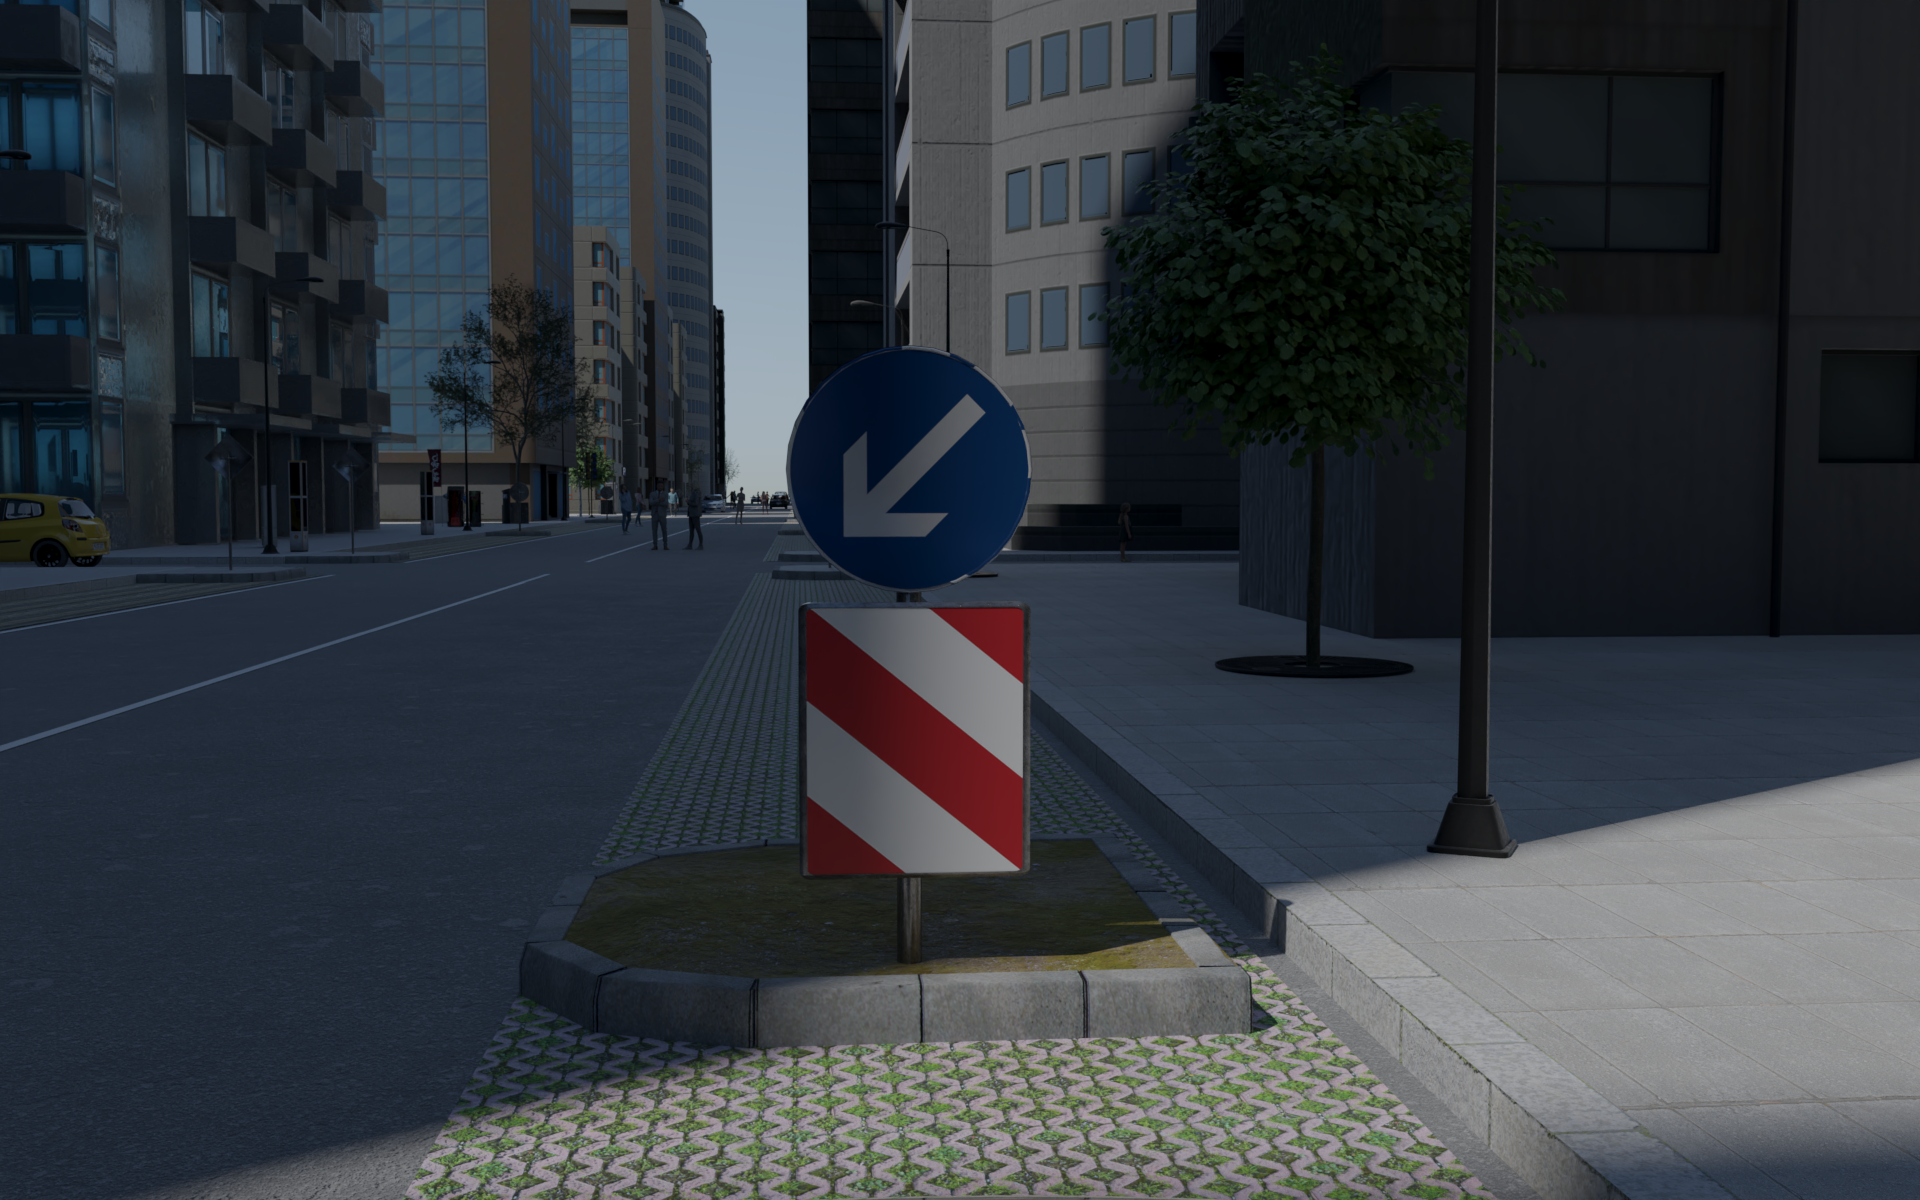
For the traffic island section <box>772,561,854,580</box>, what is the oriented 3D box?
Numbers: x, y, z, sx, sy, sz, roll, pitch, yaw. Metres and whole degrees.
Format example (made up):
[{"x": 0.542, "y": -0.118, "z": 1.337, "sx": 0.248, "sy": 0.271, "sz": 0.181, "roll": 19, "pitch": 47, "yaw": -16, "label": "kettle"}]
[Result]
[{"x": -2.236, "y": -0.475, "z": 30.047, "sx": 2.009, "sy": 0.180, "sz": 2.903, "roll": 0, "pitch": 4, "yaw": -5, "label": "traffic island section"}]

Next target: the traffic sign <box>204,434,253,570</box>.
[{"x": -12.263, "y": -1.555, "z": 29.071, "sx": 0.795, "sy": 2.450, "sz": 0.064, "roll": 0, "pitch": 4, "yaw": -5, "label": "traffic sign"}]

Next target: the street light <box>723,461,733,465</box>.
[{"x": -35.541, "y": -17.939, "z": 265.843, "sx": 1.470, "sy": 5.913, "sz": 1.316, "roll": 0, "pitch": 4, "yaw": -5, "label": "street light"}]

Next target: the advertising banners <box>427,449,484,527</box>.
[{"x": -19.576, "y": -4.343, "z": 67.192, "sx": 2.074, "sy": 3.025, "sz": 0.090, "roll": -1, "pitch": 4, "yaw": -9, "label": "advertising banners"}]

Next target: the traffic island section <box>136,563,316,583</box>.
[{"x": -12.285, "y": -0.419, "z": 29.131, "sx": 2.009, "sy": 0.180, "sz": 2.903, "roll": 0, "pitch": 4, "yaw": -5, "label": "traffic island section"}]

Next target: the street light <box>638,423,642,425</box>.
[{"x": -21.529, "y": -8.617, "z": 113.434, "sx": 1.470, "sy": 5.913, "sz": 1.316, "roll": 0, "pitch": 4, "yaw": -5, "label": "street light"}]

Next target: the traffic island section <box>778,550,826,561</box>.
[{"x": -2.967, "y": -0.961, "z": 37.998, "sx": 2.009, "sy": 0.180, "sz": 2.903, "roll": 0, "pitch": 4, "yaw": -5, "label": "traffic island section"}]

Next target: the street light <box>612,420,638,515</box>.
[{"x": -21.063, "y": -8.280, "z": 107.915, "sx": 1.470, "sy": 5.913, "sz": 1.316, "roll": 0, "pitch": 4, "yaw": -5, "label": "street light"}]

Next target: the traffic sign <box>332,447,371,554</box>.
[{"x": -12.994, "y": -2.042, "z": 37.023, "sx": 0.795, "sy": 2.450, "sz": 0.064, "roll": 0, "pitch": 4, "yaw": -5, "label": "traffic sign"}]

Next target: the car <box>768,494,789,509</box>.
[{"x": -17.463, "y": -9.591, "z": 166.597, "sx": 2.009, "sy": 1.686, "sz": 4.222, "roll": 0, "pitch": 4, "yaw": -7, "label": "car"}]

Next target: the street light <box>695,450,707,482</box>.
[{"x": -27.974, "y": -12.947, "z": 184.219, "sx": 1.470, "sy": 5.913, "sz": 1.316, "roll": 0, "pitch": 4, "yaw": -5, "label": "street light"}]

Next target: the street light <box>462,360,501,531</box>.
[{"x": -16.641, "y": -5.366, "z": 60.276, "sx": 1.470, "sy": 5.913, "sz": 1.316, "roll": 0, "pitch": 4, "yaw": -5, "label": "street light"}]

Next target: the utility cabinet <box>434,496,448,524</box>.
[{"x": -22.687, "y": -3.961, "z": 75.930, "sx": 0.306, "sy": 1.237, "sz": 1.020, "roll": 2, "pitch": 4, "yaw": 32, "label": "utility cabinet"}]

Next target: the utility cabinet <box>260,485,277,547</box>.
[{"x": -16.615, "y": -2.014, "z": 41.601, "sx": 0.318, "sy": 1.500, "sz": 1.173, "roll": -2, "pitch": 4, "yaw": -24, "label": "utility cabinet"}]

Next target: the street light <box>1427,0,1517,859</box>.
[{"x": 1.313, "y": -2.049, "z": 6.044, "sx": 1.470, "sy": 5.913, "sz": 1.316, "roll": 0, "pitch": 4, "yaw": -5, "label": "street light"}]

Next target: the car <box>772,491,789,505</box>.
[{"x": -23.126, "y": -13.140, "z": 223.513, "sx": 2.281, "sy": 1.827, "sz": 5.304, "roll": 0, "pitch": 4, "yaw": -7, "label": "car"}]

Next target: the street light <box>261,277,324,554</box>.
[{"x": -14.290, "y": -3.949, "z": 37.105, "sx": 1.470, "sy": 5.913, "sz": 1.316, "roll": 0, "pitch": 4, "yaw": -5, "label": "street light"}]

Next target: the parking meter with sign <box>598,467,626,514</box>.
[{"x": -22.446, "y": -7.052, "z": 111.560, "sx": 1.738, "sy": 3.016, "sz": 0.543, "roll": 1, "pitch": 4, "yaw": 8, "label": "parking meter with sign"}]

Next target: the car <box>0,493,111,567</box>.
[{"x": -18.381, "y": -1.388, "z": 32.912, "sx": 3.980, "sy": 1.641, "sz": 2.015, "roll": 0, "pitch": 4, "yaw": -3, "label": "car"}]

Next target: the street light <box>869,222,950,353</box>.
[{"x": -0.744, "y": -3.499, "z": 29.753, "sx": 1.470, "sy": 5.913, "sz": 1.316, "roll": 0, "pitch": 4, "yaw": -5, "label": "street light"}]

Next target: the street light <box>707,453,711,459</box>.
[{"x": -29.045, "y": -13.652, "z": 195.743, "sx": 1.470, "sy": 5.913, "sz": 1.316, "roll": 0, "pitch": 4, "yaw": -5, "label": "street light"}]

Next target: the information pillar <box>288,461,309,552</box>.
[{"x": -14.644, "y": -2.070, "z": 38.328, "sx": 0.304, "sy": 2.012, "sz": 0.304, "roll": 0, "pitch": 4, "yaw": 2, "label": "information pillar"}]

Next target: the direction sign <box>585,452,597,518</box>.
[{"x": -19.923, "y": -6.215, "z": 93.608, "sx": 0.379, "sy": 3.537, "sz": 0.876, "roll": 2, "pitch": 4, "yaw": 29, "label": "direction sign"}]

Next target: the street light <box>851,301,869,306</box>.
[{"x": -1.922, "y": -4.237, "z": 41.812, "sx": 1.470, "sy": 5.913, "sz": 1.316, "roll": 0, "pitch": 4, "yaw": -5, "label": "street light"}]

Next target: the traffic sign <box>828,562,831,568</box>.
[{"x": -2.259, "y": -1.610, "z": 29.967, "sx": 0.795, "sy": 2.450, "sz": 0.064, "roll": 0, "pitch": 4, "yaw": -5, "label": "traffic sign"}]

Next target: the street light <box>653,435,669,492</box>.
[{"x": -23.721, "y": -10.067, "z": 137.141, "sx": 1.470, "sy": 5.913, "sz": 1.316, "roll": 0, "pitch": 4, "yaw": -5, "label": "street light"}]

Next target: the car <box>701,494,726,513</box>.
[{"x": -18.936, "y": -7.396, "z": 132.929, "sx": 2.014, "sy": 1.417, "sz": 4.499, "roll": 0, "pitch": 4, "yaw": -6, "label": "car"}]

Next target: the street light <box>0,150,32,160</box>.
[{"x": -13.231, "y": -3.116, "z": 23.483, "sx": 1.470, "sy": 5.913, "sz": 1.316, "roll": 0, "pitch": 4, "yaw": -5, "label": "street light"}]

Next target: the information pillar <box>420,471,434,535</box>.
[{"x": -16.734, "y": -3.050, "z": 54.367, "sx": 0.304, "sy": 2.012, "sz": 0.304, "roll": 3, "pitch": 4, "yaw": 38, "label": "information pillar"}]

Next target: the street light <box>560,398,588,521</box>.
[{"x": -18.581, "y": -6.786, "z": 83.484, "sx": 1.470, "sy": 5.913, "sz": 1.316, "roll": 0, "pitch": 4, "yaw": -5, "label": "street light"}]

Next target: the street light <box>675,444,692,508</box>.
[{"x": -25.781, "y": -11.486, "z": 160.338, "sx": 1.470, "sy": 5.913, "sz": 1.316, "roll": 0, "pitch": 4, "yaw": -5, "label": "street light"}]

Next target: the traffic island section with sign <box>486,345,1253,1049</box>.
[{"x": -0.306, "y": 0.197, "z": 5.415, "sx": 1.989, "sy": 1.847, "sz": 2.006, "roll": 0, "pitch": 4, "yaw": -5, "label": "traffic island section with sign"}]

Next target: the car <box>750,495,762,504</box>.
[{"x": -30.527, "y": -15.149, "z": 260.264, "sx": 1.945, "sy": 1.354, "sz": 3.894, "roll": 0, "pitch": 4, "yaw": -4, "label": "car"}]

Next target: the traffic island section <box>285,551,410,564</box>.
[{"x": -13.016, "y": -0.905, "z": 37.083, "sx": 2.009, "sy": 0.180, "sz": 2.903, "roll": 0, "pitch": 4, "yaw": -5, "label": "traffic island section"}]
